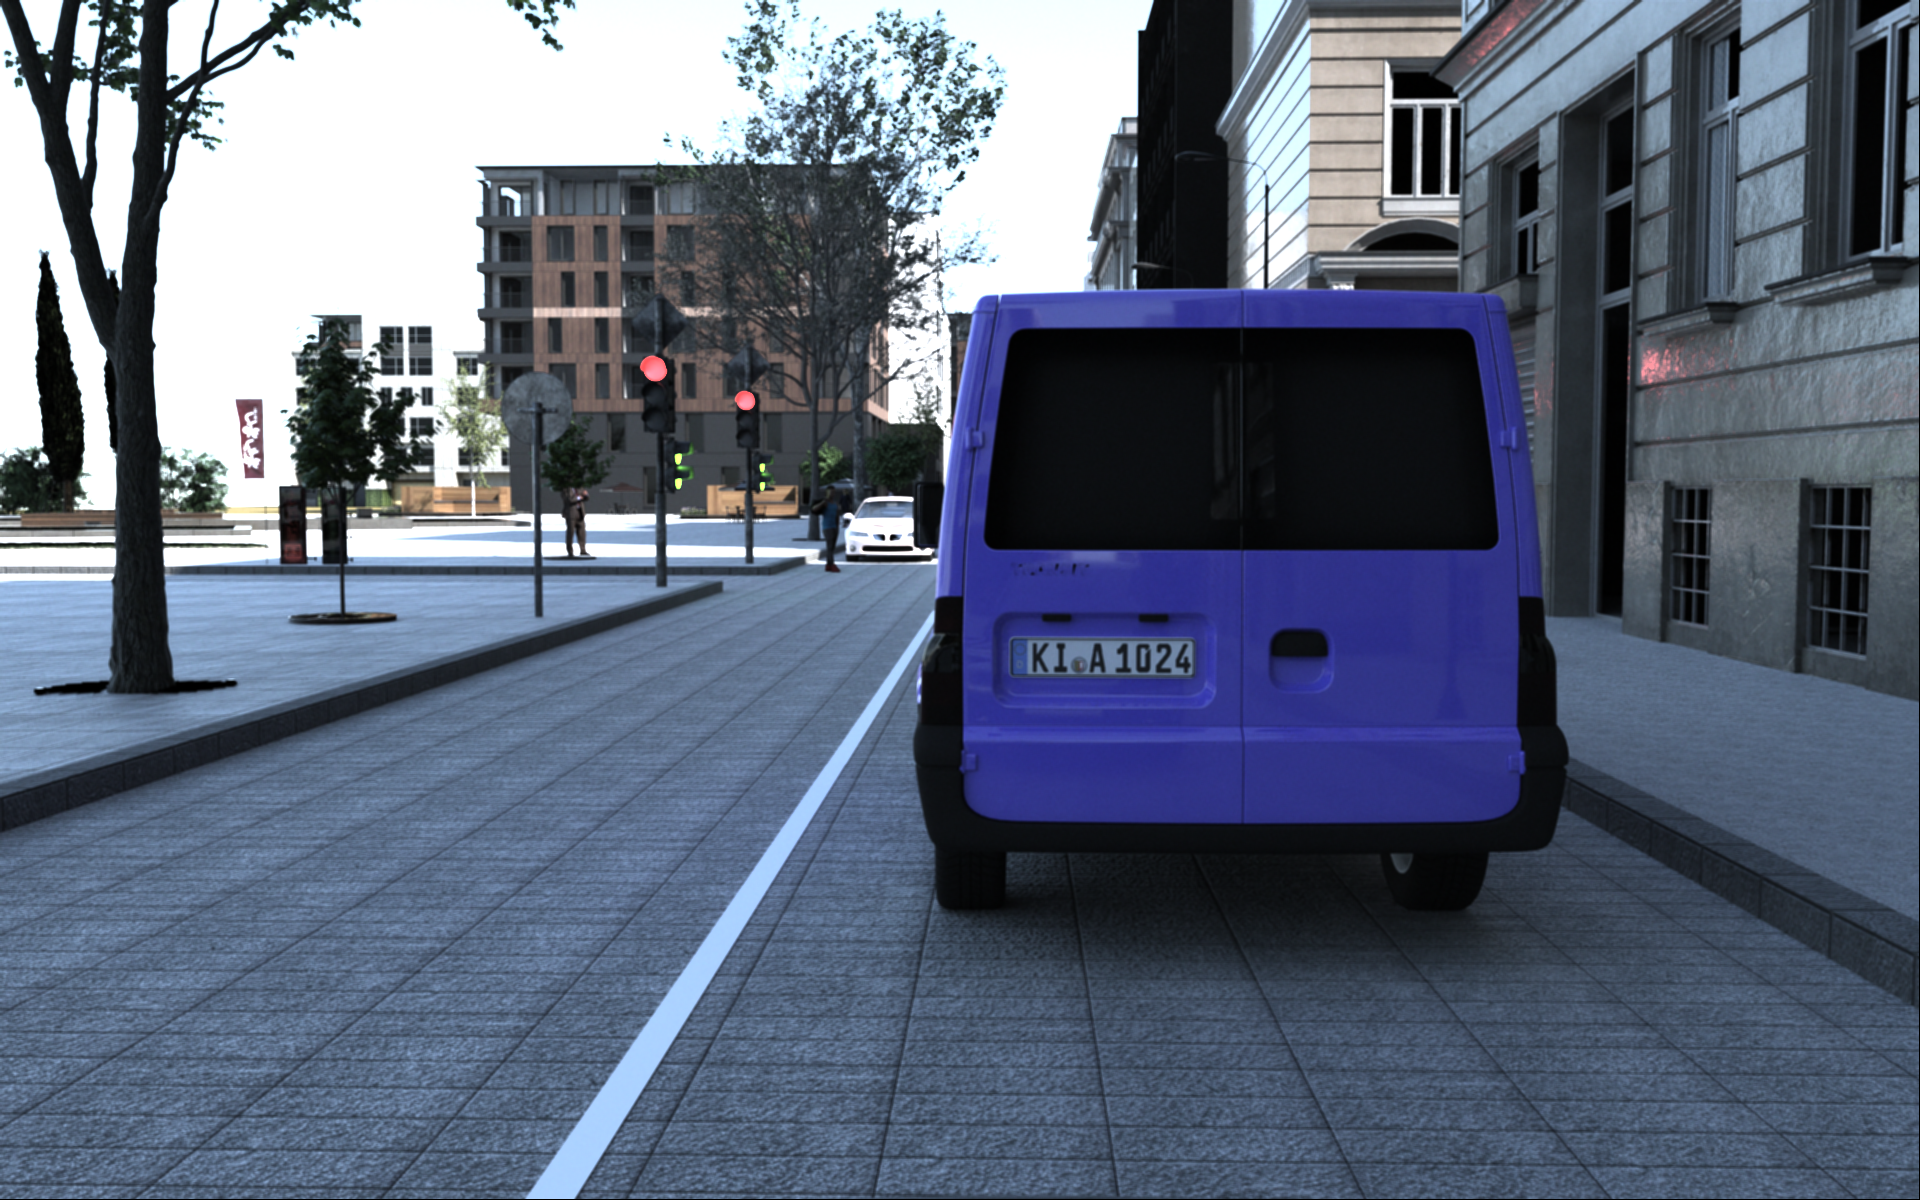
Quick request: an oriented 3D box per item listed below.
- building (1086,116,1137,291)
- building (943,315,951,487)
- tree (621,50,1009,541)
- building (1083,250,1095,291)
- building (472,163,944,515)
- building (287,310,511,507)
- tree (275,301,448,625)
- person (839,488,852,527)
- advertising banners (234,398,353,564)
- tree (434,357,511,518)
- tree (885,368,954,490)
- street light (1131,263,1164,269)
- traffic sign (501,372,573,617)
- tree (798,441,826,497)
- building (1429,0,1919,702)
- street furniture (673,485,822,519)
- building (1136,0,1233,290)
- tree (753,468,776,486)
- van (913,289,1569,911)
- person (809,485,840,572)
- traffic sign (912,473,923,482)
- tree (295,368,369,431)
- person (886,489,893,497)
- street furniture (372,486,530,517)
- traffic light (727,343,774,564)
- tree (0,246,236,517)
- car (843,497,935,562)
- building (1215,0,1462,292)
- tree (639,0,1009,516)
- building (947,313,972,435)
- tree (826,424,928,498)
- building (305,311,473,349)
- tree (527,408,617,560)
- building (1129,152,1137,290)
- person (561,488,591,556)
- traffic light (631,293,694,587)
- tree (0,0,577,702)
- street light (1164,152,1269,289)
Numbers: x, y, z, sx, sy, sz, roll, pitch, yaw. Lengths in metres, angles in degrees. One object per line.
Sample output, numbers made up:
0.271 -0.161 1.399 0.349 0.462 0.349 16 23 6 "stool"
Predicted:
13.975 -15.440 94.237 13.314 21.916 24.055 0 4 2 "building"
-16.988 -18.828 174.290 31.486 18.905 16.747 0 4 2 "building"
-3.887 -8.379 47.362 12.009 13.543 11.850 0 3 0 "tree"
16.506 -16.026 118.449 16.016 20.091 11.380 0 4 2 "building"
-15.722 -17.121 123.910 27.936 21.610 32.646 0 4 2 "building"
-48.891 -18.890 175.310 31.486 18.905 16.747 0 4 2 "building"
-6.269 -1.388 17.302 1.663 3.219 1.824 0 3 0 "tree"
-4.431 -3.593 67.336 0.480 1.512 0.613 0 4 6 "person"
-12.165 -2.166 31.610 2.074 3.025 0.090 0 4 0 "advertising banners"
-26.264 -8.792 94.115 4.737 8.622 4.395 0 3 0 "tree"
-2.268 -9.214 101.013 4.737 8.622 4.395 0 3 0 "tree"
4.133 -3.816 34.927 1.470 5.913 1.316 0 4 2 "street light"
-4.413 -1.099 18.070 0.768 2.556 0.104 0 4 4 "traffic sign"
-8.183 -7.442 105.388 4.285 4.588 4.351 0 3 0 "tree"
13.095 -10.630 7.085 16.112 22.955 30.059 0 4 2 "building"
-12.050 -5.214 92.098 11.010 1.723 9.812 0 4 -7 "street furniture"
12.554 -13.912 57.138 12.332 23.373 15.834 0 4 2 "building"
-12.308 -6.813 106.001 1.663 3.219 1.824 0 3 0 "tree"
0.853 -0.198 7.619 2.240 2.365 5.245 0 4 1 "van"
-2.421 -1.317 31.908 0.662 1.594 0.647 2 4 29 "person"
-2.259 -5.346 87.514 0.768 2.556 0.104 1 4 10 "traffic sign"
-33.957 -8.756 93.528 4.737 8.622 4.395 0 3 0 "tree"
-4.067 -5.621 100.164 0.590 1.554 0.614 1 4 17 "person"
-30.351 -5.875 102.918 11.010 1.723 9.812 0 4 4 "street furniture"
-3.873 -2.608 31.881 0.839 4.213 0.868 0 4 2 "traffic light"
-51.752 -12.088 99.453 18.604 14.587 13.155 1 4 12 "tree"
-1.500 -1.586 38.288 2.083 1.381 4.827 0 4 0 "car"
16.469 -15.442 38.376 20.117 28.700 13.634 0 4 2 "building"
-4.961 -12.773 64.733 12.611 20.169 13.585 0 3 0 "tree"
3.585 -22.132 205.828 32.646 21.610 27.936 0 4 2 "building"
-3.105 -5.972 81.350 4.285 4.588 4.351 0 3 0 "tree"
-57.603 -22.200 206.941 32.646 21.610 27.936 0 4 2 "building"
-7.775 -2.405 33.924 1.663 3.219 1.824 0 3 0 "tree"
12.933 -13.382 73.544 10.420 20.320 16.860 0 4 2 "building"
-7.972 -1.792 36.029 0.600 1.739 0.565 1 4 20 "person"
-4.122 -2.120 23.900 0.839 4.213 0.868 0 4 2 "traffic light"
-5.424 -5.202 10.812 9.928 11.665 9.643 0 3 0 "tree"
3.622 -3.127 23.661 1.470 5.913 1.316 0 4 2 "street light"
